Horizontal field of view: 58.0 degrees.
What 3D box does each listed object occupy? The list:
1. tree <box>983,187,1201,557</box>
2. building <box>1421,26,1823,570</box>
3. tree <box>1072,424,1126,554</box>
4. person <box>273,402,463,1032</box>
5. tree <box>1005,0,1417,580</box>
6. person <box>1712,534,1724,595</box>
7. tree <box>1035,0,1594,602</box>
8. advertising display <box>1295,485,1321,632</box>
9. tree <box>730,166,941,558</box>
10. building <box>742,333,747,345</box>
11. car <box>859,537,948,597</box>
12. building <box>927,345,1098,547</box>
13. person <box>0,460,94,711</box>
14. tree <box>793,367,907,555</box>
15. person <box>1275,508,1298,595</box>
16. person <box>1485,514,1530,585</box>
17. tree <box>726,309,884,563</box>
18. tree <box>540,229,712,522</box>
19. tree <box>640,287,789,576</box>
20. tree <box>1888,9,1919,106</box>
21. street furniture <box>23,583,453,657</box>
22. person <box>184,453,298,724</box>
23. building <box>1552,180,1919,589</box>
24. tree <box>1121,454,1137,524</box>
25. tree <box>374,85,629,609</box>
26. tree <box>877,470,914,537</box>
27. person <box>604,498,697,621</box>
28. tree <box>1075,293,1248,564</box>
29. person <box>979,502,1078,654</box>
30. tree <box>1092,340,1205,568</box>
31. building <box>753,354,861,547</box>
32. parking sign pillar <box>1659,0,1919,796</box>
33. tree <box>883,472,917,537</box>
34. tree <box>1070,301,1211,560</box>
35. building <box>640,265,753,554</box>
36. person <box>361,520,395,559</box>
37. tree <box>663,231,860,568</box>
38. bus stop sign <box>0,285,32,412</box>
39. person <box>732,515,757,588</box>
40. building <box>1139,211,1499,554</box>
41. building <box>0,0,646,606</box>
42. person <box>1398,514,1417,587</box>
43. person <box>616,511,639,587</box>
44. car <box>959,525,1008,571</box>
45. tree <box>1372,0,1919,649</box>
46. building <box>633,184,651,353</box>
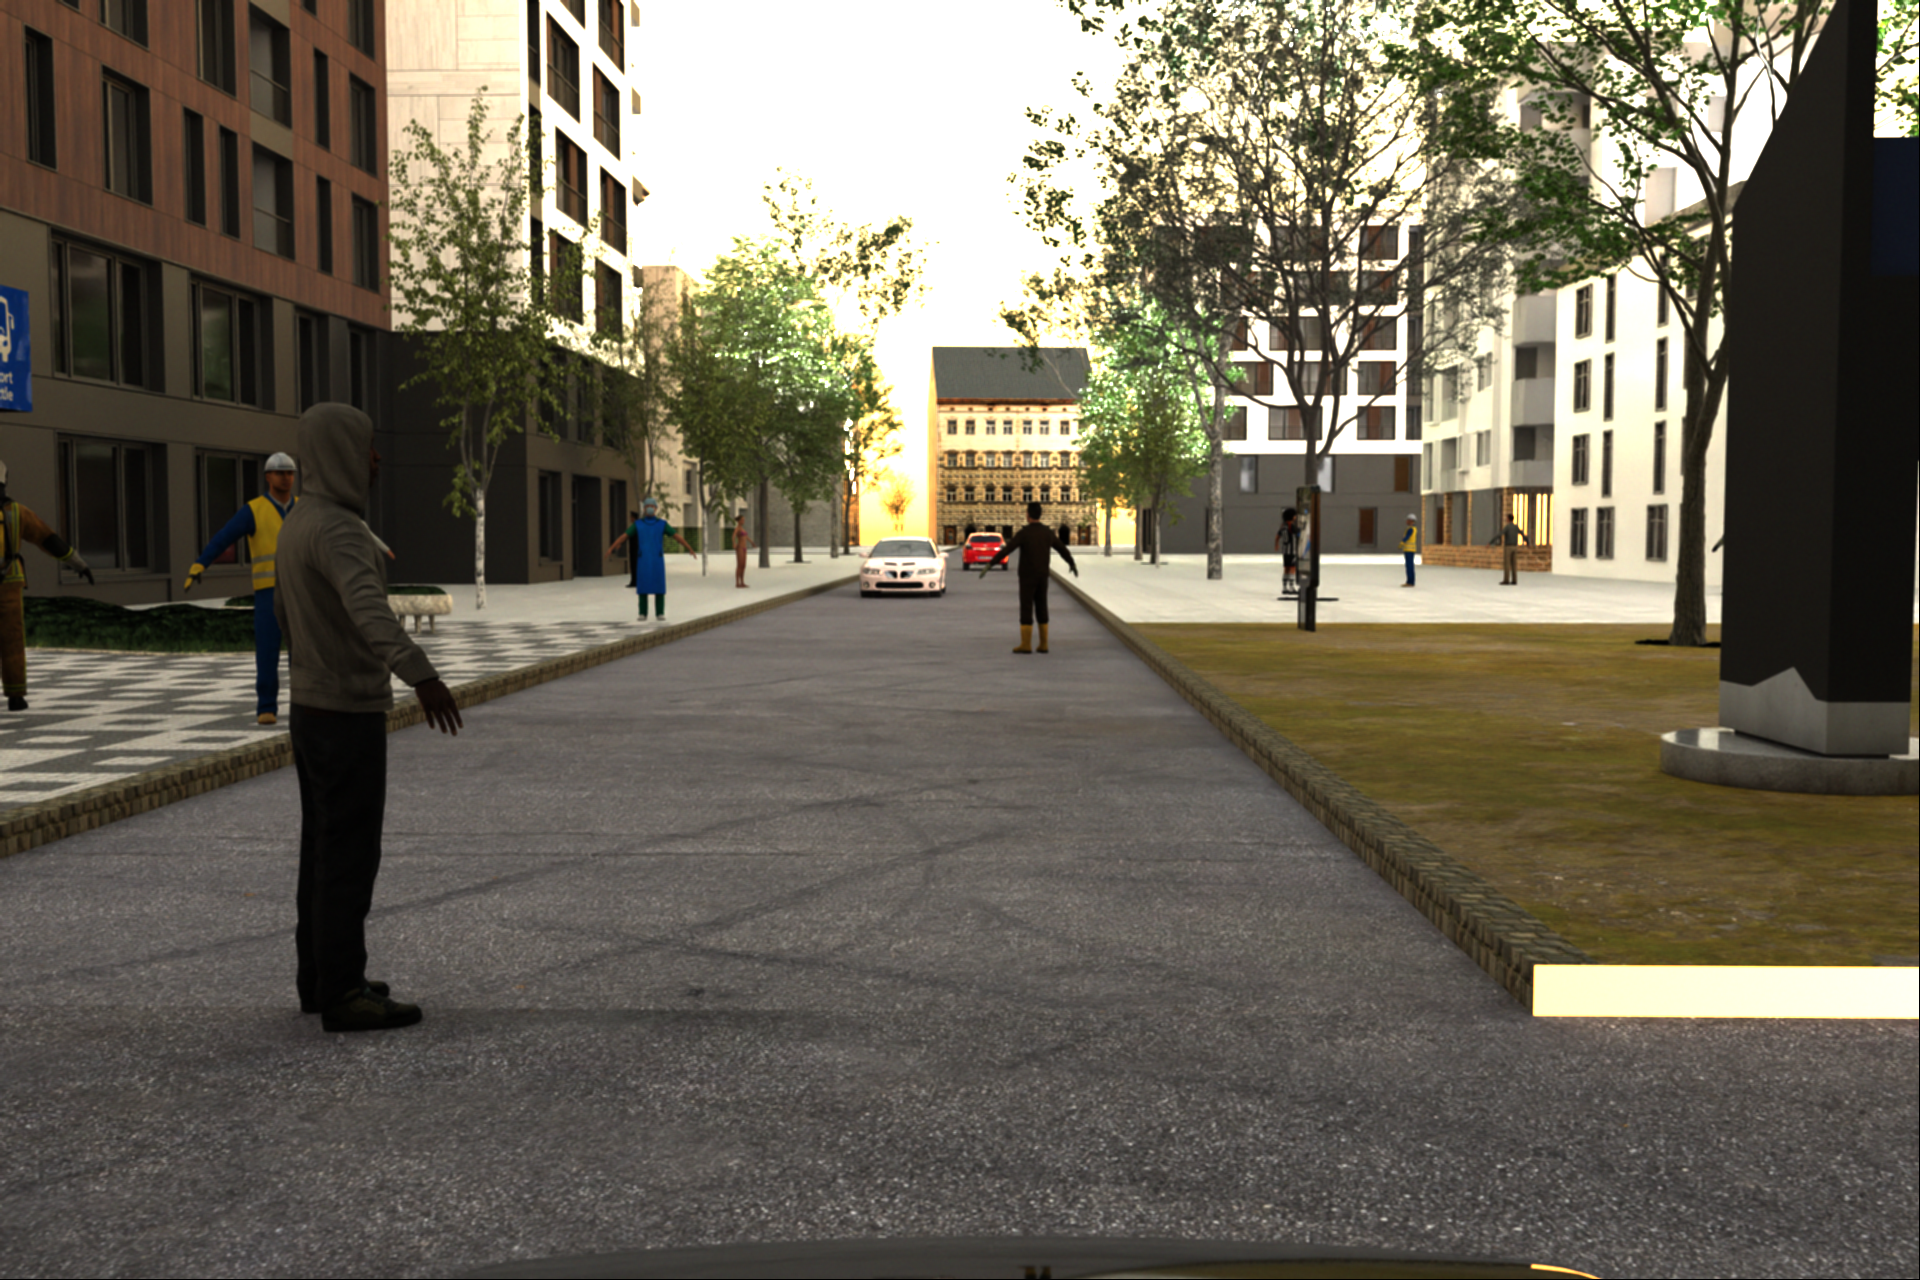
[{"bbox_3d":[7.621,-14.758,97.187,12.611,20.169,13.585,0,3,0],"label":"tree"},{"bbox_3d":[24.424,-13.125,71.015,16.016,20.090,11.380,0,4,1],"label":"building"},{"bbox_3d":[8.925,-9.802,110.628,4.737,8.622,4.395,0,3,0],"label":"tree"},{"bbox_3d":[-1.801,0.213,5.108,0.705,1.813,1.348,-2,4,-35],"label":"person"},{"bbox_3d":[7.146,-11.869,49.941,12.611,20.169,13.585,0,3,0],"label":"tree"},{"bbox_3d":[16.004,-1.841,35.875,0.705,1.856,1.354,0,4,-2],"label":"person"},{"bbox_3d":[6.840,-7.511,33.181,12.009,13.543,11.850,0,3,0],"label":"tree"},{"bbox_3d":[4.628,-1.092,23.075,0.123,1.923,0.974,0,4,0],"label":"advertising display"},{"bbox_3d":[-8.161,-14.436,91.910,12.611,20.169,13.585,0,3,0],"label":"tree"},{"bbox_3d":[-24.858,-17.994,150.626,16.016,20.090,11.380,0,4,1],"label":"building"},{"bbox_3d":[-1.299,-1.740,40.803,2.083,1.381,4.827,0,4,1],"label":"car"},{"bbox_3d":[5.728,-22.509,201.408,18.063,23.208,19.493,0,4,-4],"label":"building"},{"bbox_3d":[-7.014,-0.415,12.550,1.354,1.858,0.705,-2,4,-34],"label":"person"},{"bbox_3d":[-6.830,-11.012,105.804,9.928,11.665,9.643,0,3,0],"label":"tree"},{"bbox_3d":[7.047,-1.878,36.856,0.704,1.843,1.345,-2,4,-24],"label":"person"},{"bbox_3d":[13.923,-2.299,43.864,1.348,1.796,0.705,-1,4,-21],"label":"person"},{"bbox_3d":[-7.212,-9.297,77.756,9.928,11.665,9.643,0,3,0],"label":"tree"},{"bbox_3d":[-7.462,-5.572,41.460,4.360,8.622,3.978,0,3,0],"label":"tree"},{"bbox_3d":[-7.494,-6.236,52.326,4.737,8.622,4.395,0,3,0],"label":"tree"},{"bbox_3d":[8.573,-3.789,12.310,4.360,8.622,3.978,0,3,0],"label":"tree"},{"bbox_3d":[-11.287,-0.339,21.175,10.072,0.657,5.734,1,4,12],"label":"street furniture"},{"bbox_3d":[-4.608,-0.357,11.811,1.349,1.833,0.705,-3,5,-41],"label":"person"},{"bbox_3d":[23.035,-6.060,41.228,9.099,9.664,28.070,0,4,1],"label":"building"},{"bbox_3d":[22.694,-17.842,198.376,9.857,13.997,8.962,0,3,0],"label":"tree"},{"bbox_3d":[-8.058,-4.844,29.570,4.737,8.622,4.395,0,3,0],"label":"tree"},{"bbox_3d":[-6.938,-15.138,197.874,4.360,8.622,3.978,0,3,0],"label":"tree"},{"bbox_3d":[-4.595,-1.199,25.737,1.347,1.817,0.704,-1,4,-8],"label":"person"},{"bbox_3d":[8.403,-9.039,73.536,9.928,11.665,9.643,0,3,0],"label":"tree"},{"bbox_3d":[0.874,-0.750,20.861,1.346,1.812,0.704,-2,4,-27],"label":"person"},{"bbox_3d":[7.277,-6.999,64.792,4.737,8.622,4.395,0,3,0],"label":"tree"},{"bbox_3d":[-20.309,-21.117,176.187,19.493,23.208,18.063,0,4,2],"label":"building"},{"bbox_3d":[4.492,-1.260,9.074,1.447,3.967,1.447,0,4,2],"label":"parking sign pillar"},{"bbox_3d":[-6.540,-15.496,203.715,4.360,8.622,3.978,0,3,0],"label":"tree"},{"bbox_3d":[8.977,-10.163,84.298,7.486,12.596,7.792,0,3,0],"label":"tree"},{"bbox_3d":[-26.381,-16.122,130.052,16.747,18.905,31.486,0,4,2],"label":"building"},{"bbox_3d":[-9.185,-1.232,26.329,1.347,1.806,0.705,2,4,24],"label":"person"},{"bbox_3d":[-7.862,-9.030,65.774,7.486,12.596,7.792,0,3,0],"label":"tree"},{"bbox_3d":[-6.709,-1.366,11.345,0.837,3.901,0.837,0,4,1],"label":"bus stop sign"},{"bbox_3d":[-5.182,-2.125,41.542,0.721,1.733,1.217,1,4,17],"label":"person"},{"bbox_3d":[26.775,-17.259,126.163,27.936,21.610,32.646,0,4,1],"label":"building"},{"bbox_3d":[-24.963,-12.094,41.717,27.936,21.610,32.646,0,4,2],"label":"building"},{"bbox_3d":[10.900,-2.189,42.256,0.721,1.772,1.216,2,4,29],"label":"person"},{"bbox_3d":[-7.876,-2.200,41.899,0.705,1.837,1.347,1,4,20],"label":"person"},{"bbox_3d":[1.024,-3.690,69.376,2.155,1.783,4.494,0,4,1],"label":"car"},{"bbox_3d":[8.546,-5.735,19.517,9.928,11.665,9.643,0,3,0],"label":"tree"},{"bbox_3d":[-23.684,-14.498,67.967,19.493,23.208,18.063,0,4,2],"label":"building"}]
